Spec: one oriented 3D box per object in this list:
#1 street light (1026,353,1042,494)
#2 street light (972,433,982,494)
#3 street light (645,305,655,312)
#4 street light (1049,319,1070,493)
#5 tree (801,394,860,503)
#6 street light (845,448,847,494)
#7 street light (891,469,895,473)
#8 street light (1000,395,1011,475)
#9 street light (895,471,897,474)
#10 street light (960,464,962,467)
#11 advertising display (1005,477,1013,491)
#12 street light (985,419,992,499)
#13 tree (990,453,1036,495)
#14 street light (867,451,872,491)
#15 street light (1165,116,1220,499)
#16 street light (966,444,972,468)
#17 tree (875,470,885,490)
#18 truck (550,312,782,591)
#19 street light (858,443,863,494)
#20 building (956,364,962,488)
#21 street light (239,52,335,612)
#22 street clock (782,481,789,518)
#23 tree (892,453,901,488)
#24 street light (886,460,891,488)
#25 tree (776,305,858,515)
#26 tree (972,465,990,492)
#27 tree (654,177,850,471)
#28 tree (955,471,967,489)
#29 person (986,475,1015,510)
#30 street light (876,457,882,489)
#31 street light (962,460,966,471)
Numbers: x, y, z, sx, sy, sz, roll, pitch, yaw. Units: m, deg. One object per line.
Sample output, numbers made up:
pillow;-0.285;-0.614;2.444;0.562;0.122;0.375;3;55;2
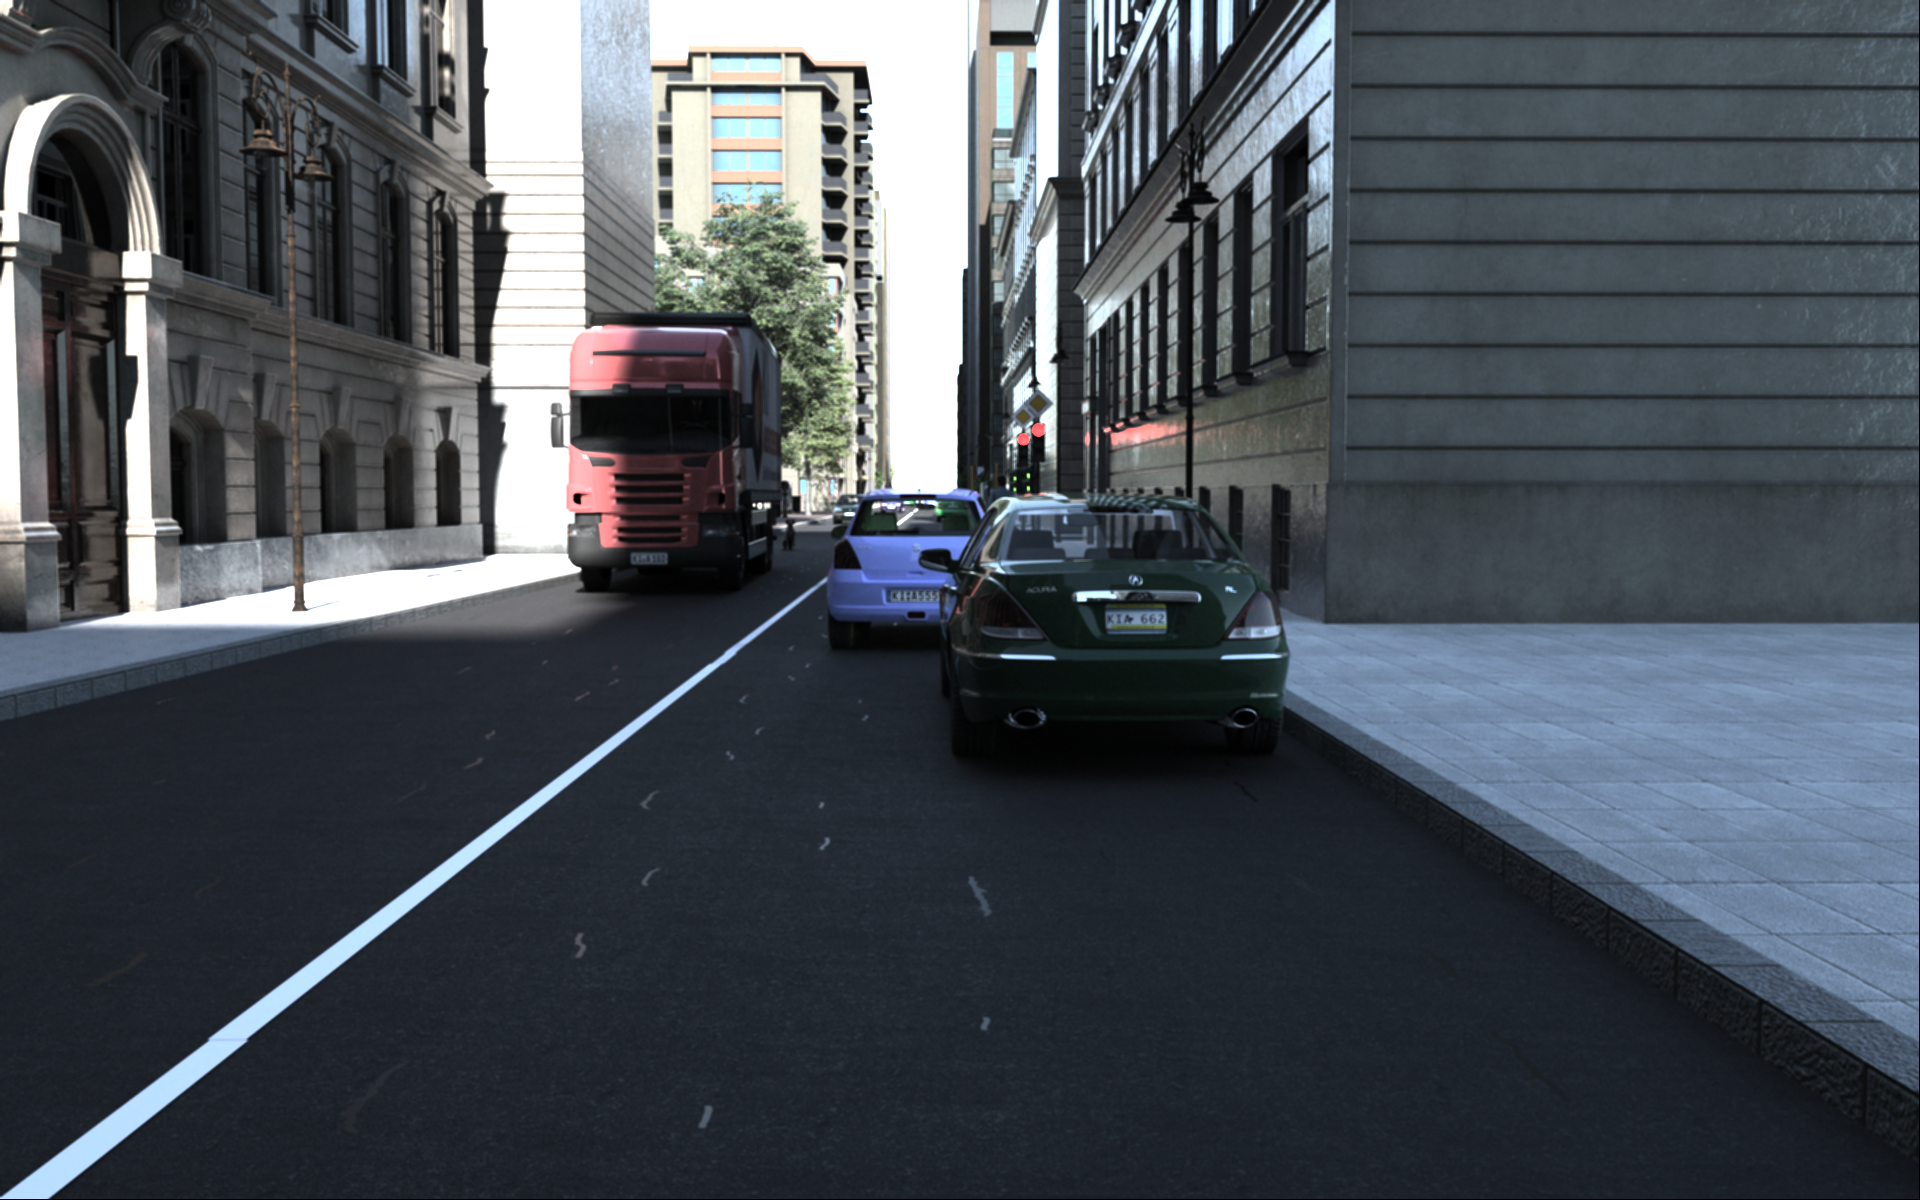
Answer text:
street light;2.417;-5.136;56.767;0.468;5.910;1.993;0;4;-1
street light;1.396;-9.811;133.193;0.468;5.910;1.993;0;4;-1
street light;-7.515;-4.264;42.506;0.468;5.910;1.993;0;4;-1
street light;2.617;-4.469;45.854;0.468;5.910;1.993;0;4;-1
tree;-8.660;-10.325;119.182;4.360;8.622;3.978;0;3;0
street light;-8.623;-9.668;130.851;0.468;5.910;1.993;0;4;-1
street light;-10.391;-17.660;261.534;0.468;5.910;1.993;0;4;-1
street light;2.123;-6.590;80.541;0.468;5.910;1.993;0;4;-1
street light;-10.665;-19.114;285.308;0.468;5.910;1.993;0;4;-1
street light;0.373;-14.236;205.545;0.468;5.910;1.993;0;4;-1
advertising display;1.811;-3.621;64.416;0.123;1.923;0.974;-1;4;-8
street light;1.735;-8.068;104.706;0.468;5.910;1.993;0;4;-1
tree;2.417;-4.544;68.894;1.663;3.219;1.824;0;3;0
street light;-9.300;-12.586;178.560;0.468;5.910;1.993;0;4;-1
street light;2.886;-2.993;21.719;0.468;5.910;1.993;0;4;-1
street light;1.019;-11.277;157.174;0.468;5.910;1.993;0;4;-1
tree;-10.578;-13.645;206.816;4.285;4.588;4.351;0;3;0
truck;-4.548;-2.454;29.041;2.839;4.237;11.283;0;4;-2
street light;-8.921;-11.122;154.624;0.468;5.910;1.993;0;4;-1
building;13.472;-24.403;244.021;27.650;21.520;28.899;0;4;-1
street light;-7.211;-2.810;18.733;0.468;5.910;1.993;0;4;-1
street clock;-9.548;-5.493;94.384;0.471;2.002;0.358;1;4;21
tree;-11.601;-20.720;289.140;4.737;8.622;4.395;0;3;0
street light;-10.065;-16.206;237.761;0.468;5.910;1.993;0;4;-1
tree;-9.471;-11.376;104.121;7.486;12.596;7.792;0;3;0
tree;1.527;-7.385;115.342;1.663;3.219;1.824;0;3;0
tree;-9.111;-10.085;71.542;9.857;13.997;8.962;0;3;0
tree;0.947;-14.005;212.687;4.285;4.588;4.351;0;3;0
person;0.853;-1.670;35.821;0.660;1.820;0.620;-1;4;-22
street light;-9.832;-14.752;213.987;0.468;5.910;1.993;0;4;-1
street light;0.729;-12.763;181.461;0.468;5.910;1.993;0;4;-1
